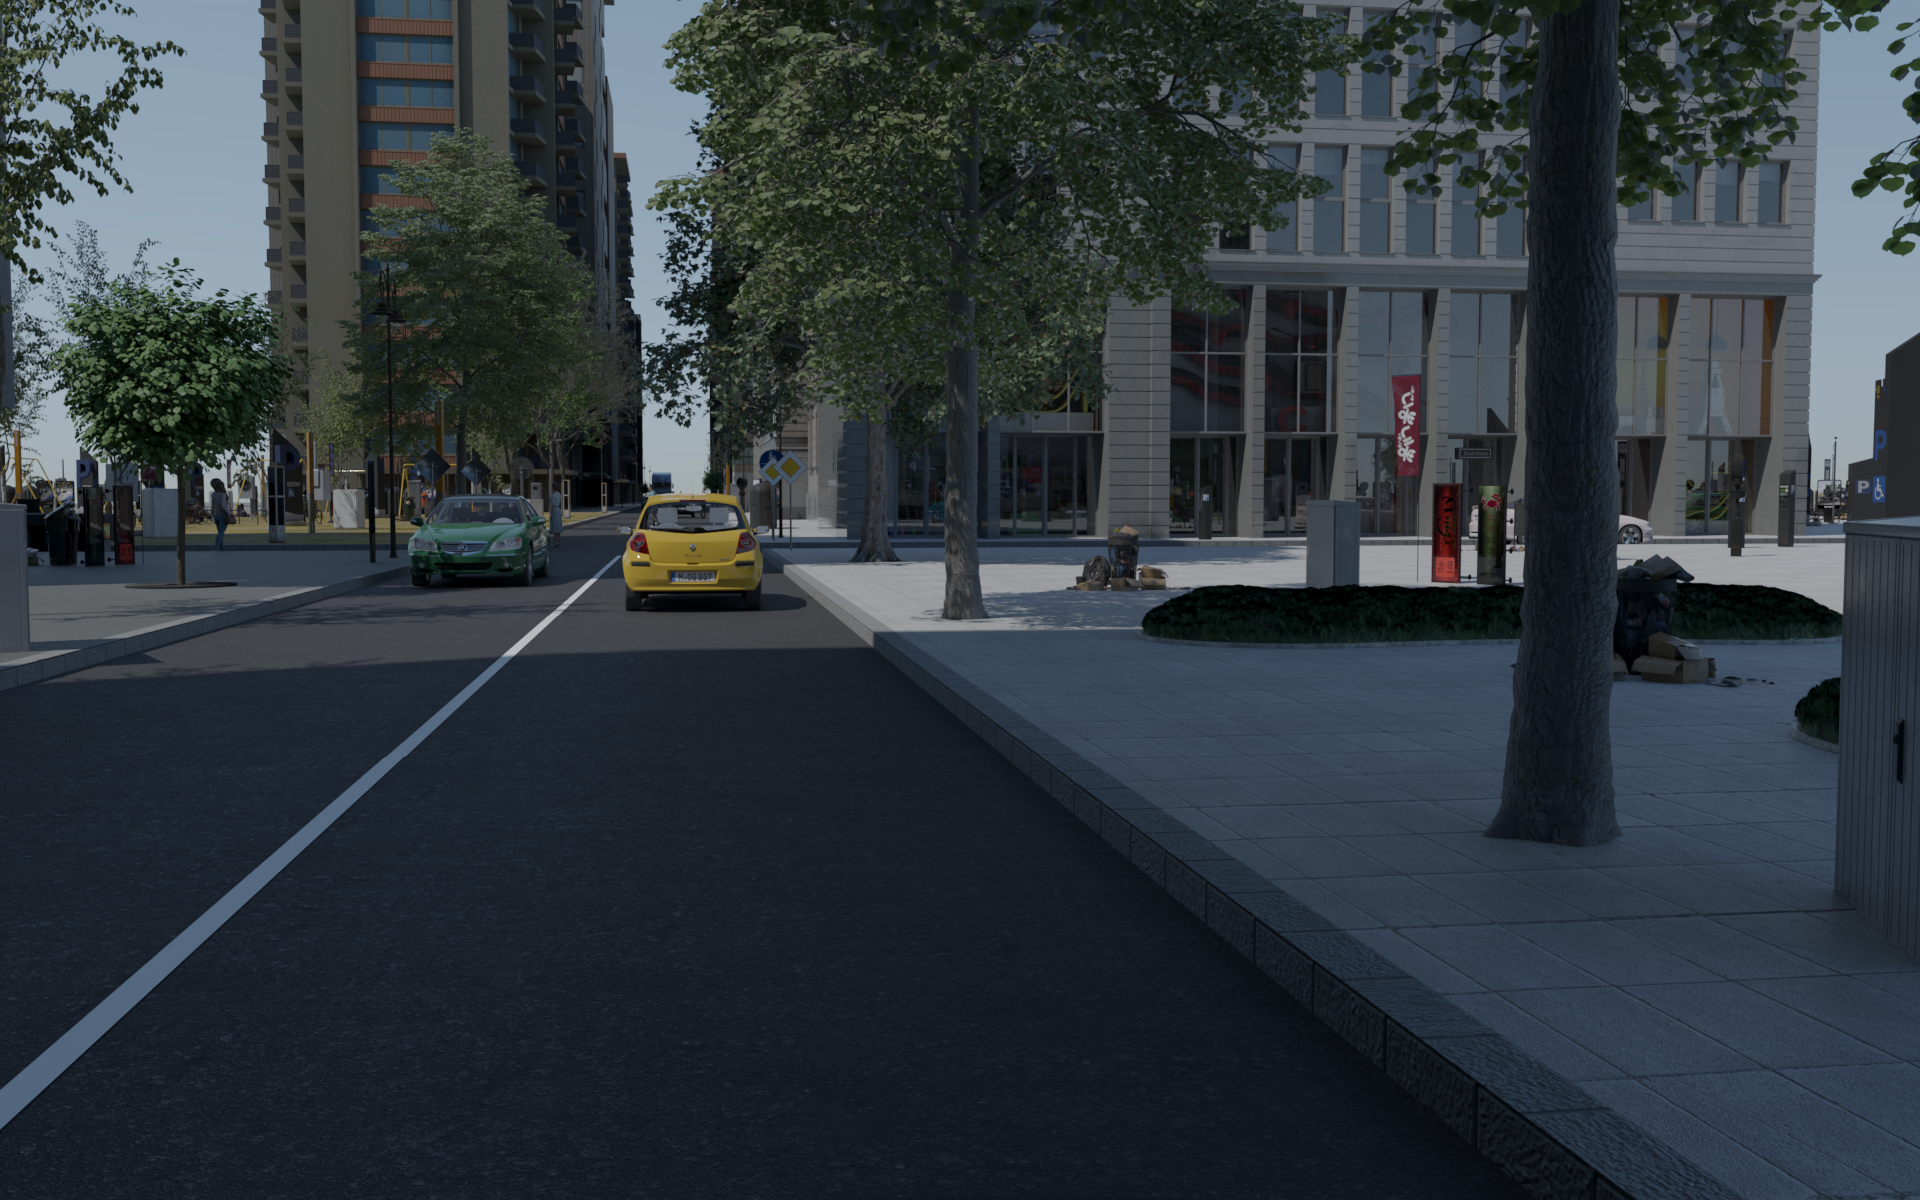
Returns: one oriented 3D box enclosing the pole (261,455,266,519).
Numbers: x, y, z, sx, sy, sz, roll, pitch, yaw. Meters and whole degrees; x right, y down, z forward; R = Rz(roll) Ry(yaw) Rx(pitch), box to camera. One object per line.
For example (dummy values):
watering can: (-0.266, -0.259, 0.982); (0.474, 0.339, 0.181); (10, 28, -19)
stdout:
pole: (-36.357, -5.904, 90.370); (0.158, 3.312, 0.155); (0, 3, 0)

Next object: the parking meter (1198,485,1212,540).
parking meter: (6.885, -2.459, 48.609); (0.372, 1.533, 0.369); (0, 3, 0)

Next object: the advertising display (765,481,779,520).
advertising display: (-9.279, -4.896, 85.267); (0.974, 1.923, 0.123); (-3, 4, -37)

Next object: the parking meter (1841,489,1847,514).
parking meter: (47.250, -5.140, 92.442); (0.372, 1.533, 0.369); (0, 3, 0)

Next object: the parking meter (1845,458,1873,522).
parking meter: (14.432, -1.350, 27.792); (0.399, 1.863, 0.255); (1, 4, 15)

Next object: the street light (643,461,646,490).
street light: (-43.575, -16.304, 239.364); (0.468, 5.910, 1.993); (-1, 4, -9)

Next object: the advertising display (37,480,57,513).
advertising display: (-42.700, -4.627, 80.866); (0.123, 1.923, 0.974); (1, 4, 9)

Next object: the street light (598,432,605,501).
street light: (-25.242, -9.134, 122.126); (0.468, 5.910, 1.993); (-1, 4, -9)

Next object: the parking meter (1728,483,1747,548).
parking meter: (18.466, -2.003, 41.162); (0.372, 1.533, 0.369); (0, 3, 0)

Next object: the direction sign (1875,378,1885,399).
direction sign: (18.141, -2.579, 34.170); (0.379, 3.537, 0.876); (1, 4, 14)

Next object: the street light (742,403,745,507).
street light: (-10.751, -6.924, 86.001); (0.468, 5.910, 1.993); (-1, 4, -9)

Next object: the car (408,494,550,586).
car: (-7.844, -1.024, 28.538); (2.131, 1.459, 4.920); (0, 4, -8)

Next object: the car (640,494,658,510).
car: (-28.667, -9.117, 160.852); (2.131, 1.459, 4.920); (-1, 4, -9)

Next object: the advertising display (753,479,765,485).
advertising display: (-8.433, -4.093, 72.129); (0.123, 1.923, 0.974); (-1, 4, -23)

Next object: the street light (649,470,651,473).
street light: (-49.269, -18.504, 275.320); (0.468, 5.910, 1.993); (-1, 4, -9)

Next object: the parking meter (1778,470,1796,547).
parking meter: (19.998, -2.213, 41.896); (0.399, 1.863, 0.255); (-3, 5, -41)

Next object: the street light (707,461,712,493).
street light: (-28.085, -13.677, 196.399); (0.468, 5.910, 1.993); (-1, 4, -9)

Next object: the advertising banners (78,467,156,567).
advertising banners: (-15.239, -2.158, 31.471); (0.090, 3.025, 2.074); (1, 4, 14)

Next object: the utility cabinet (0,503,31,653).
utility cabinet: (-7.954, -0.198, 14.406); (0.306, 1.237, 1.020); (-2, 4, -34)

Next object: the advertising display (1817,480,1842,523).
advertising display: (38.821, -4.414, 77.376); (0.974, 1.923, 0.123); (2, 4, 34)

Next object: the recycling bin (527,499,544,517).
recycling bin: (-20.887, -4.443, 85.193); (0.722, 1.027, 0.722); (-1, 4, -20)

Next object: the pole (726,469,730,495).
pole: (-14.985, -7.219, 111.873); (0.158, 3.312, 0.155); (0, 3, 0)

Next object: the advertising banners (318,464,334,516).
advertising banners: (-36.382, -6.384, 100.560); (0.090, 3.025, 2.074); (2, 4, 33)

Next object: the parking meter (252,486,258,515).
parking meter: (-43.205, -6.136, 106.034); (0.399, 1.863, 0.255); (0, 4, 3)

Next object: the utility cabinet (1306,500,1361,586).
utility cabinet: (3.970, -0.445, 18.438); (0.306, 1.237, 1.020); (0, 4, -5)

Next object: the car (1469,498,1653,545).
car: (15.952, -2.054, 45.939); (4.827, 1.381, 2.083); (-1, 4, -9)

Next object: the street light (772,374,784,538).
street light: (-5.270, -4.770, 50.782); (0.468, 5.910, 1.993); (-1, 4, -9)

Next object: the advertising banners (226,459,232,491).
advertising banners: (-36.633, -5.490, 85.952); (0.090, 3.025, 2.074); (0, 4, 7)

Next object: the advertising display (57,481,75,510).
advertising display: (-42.940, -4.767, 83.147); (0.974, 1.923, 0.123); (1, 4, 13)

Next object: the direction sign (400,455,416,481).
direction sign: (-32.208, -6.676, 101.148); (0.876, 3.537, 0.379); (-1, 4, -11)

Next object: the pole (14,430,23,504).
pole: (-30.048, -3.758, 55.294); (0.158, 3.312, 0.155); (0, 3, 0)

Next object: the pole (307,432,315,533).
pole: (-21.506, -3.886, 57.374); (0.158, 3.312, 0.155); (0, 3, 0)

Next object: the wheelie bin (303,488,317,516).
wheelie bin: (-35.667, -5.328, 95.016); (0.693, 1.594, 0.980); (1, 4, 18)

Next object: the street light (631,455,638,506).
street light: (-36.441, -13.481, 193.208); (0.468, 5.910, 1.993); (-1, 4, -9)

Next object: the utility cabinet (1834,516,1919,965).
utility cabinet: (2.843, 0.373, 5.065); (0.306, 1.237, 1.020); (1, 4, 14)

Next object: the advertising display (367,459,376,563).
advertising display: (-11.087, -1.678, 32.648); (0.123, 1.923, 0.974); (-1, 4, -19)

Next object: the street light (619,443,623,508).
street light: (-30.714, -11.281, 157.238); (0.468, 5.910, 1.993); (-1, 4, -9)

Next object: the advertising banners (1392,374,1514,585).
advertising banners: (7.023, -1.754, 24.860); (0.090, 3.025, 2.074); (-3, 4, -39)

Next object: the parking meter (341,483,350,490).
parking meter: (-31.052, -5.002, 87.487); (0.255, 1.863, 0.399); (3, 5, 44)

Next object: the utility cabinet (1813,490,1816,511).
utility cabinet: (52.516, -5.910, 105.305); (0.318, 1.500, 1.173); (-3, 5, -39)

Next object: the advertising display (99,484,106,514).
advertising display: (-55.722, -6.553, 112.352); (0.123, 1.923, 0.974); (1, 4, 9)

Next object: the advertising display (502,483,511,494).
advertising display: (-27.249, -6.074, 104.528); (0.974, 1.923, 0.123); (2, 4, 30)

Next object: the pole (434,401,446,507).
pole: (-11.472, -2.715, 38.235); (0.158, 3.312, 0.155); (0, 3, 0)

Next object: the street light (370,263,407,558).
street light: (-11.439, -3.792, 34.792); (0.468, 5.910, 1.993); (-1, 4, -9)

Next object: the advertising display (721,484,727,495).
advertising display: (-16.160, -6.995, 119.585); (0.123, 1.923, 0.974); (-1, 4, -21)

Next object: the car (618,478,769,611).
car: (-3.496, -0.766, 22.749); (2.015, 1.641, 3.980); (-1, 4, -8)

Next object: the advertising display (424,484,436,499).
advertising display: (-35.393, -6.747, 115.533); (0.974, 1.923, 0.123); (0, 4, 1)

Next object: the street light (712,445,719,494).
street light: (-22.627, -11.529, 161.284); (0.468, 5.910, 1.993); (-1, 4, -9)

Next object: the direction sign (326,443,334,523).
direction sign: (-27.829, -5.172, 76.552); (0.379, 3.537, 0.876); (-3, 4, -38)

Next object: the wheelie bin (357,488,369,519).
wheelie bin: (-30.553, -4.953, 88.890); (0.980, 1.594, 0.693); (0, 4, -6)
